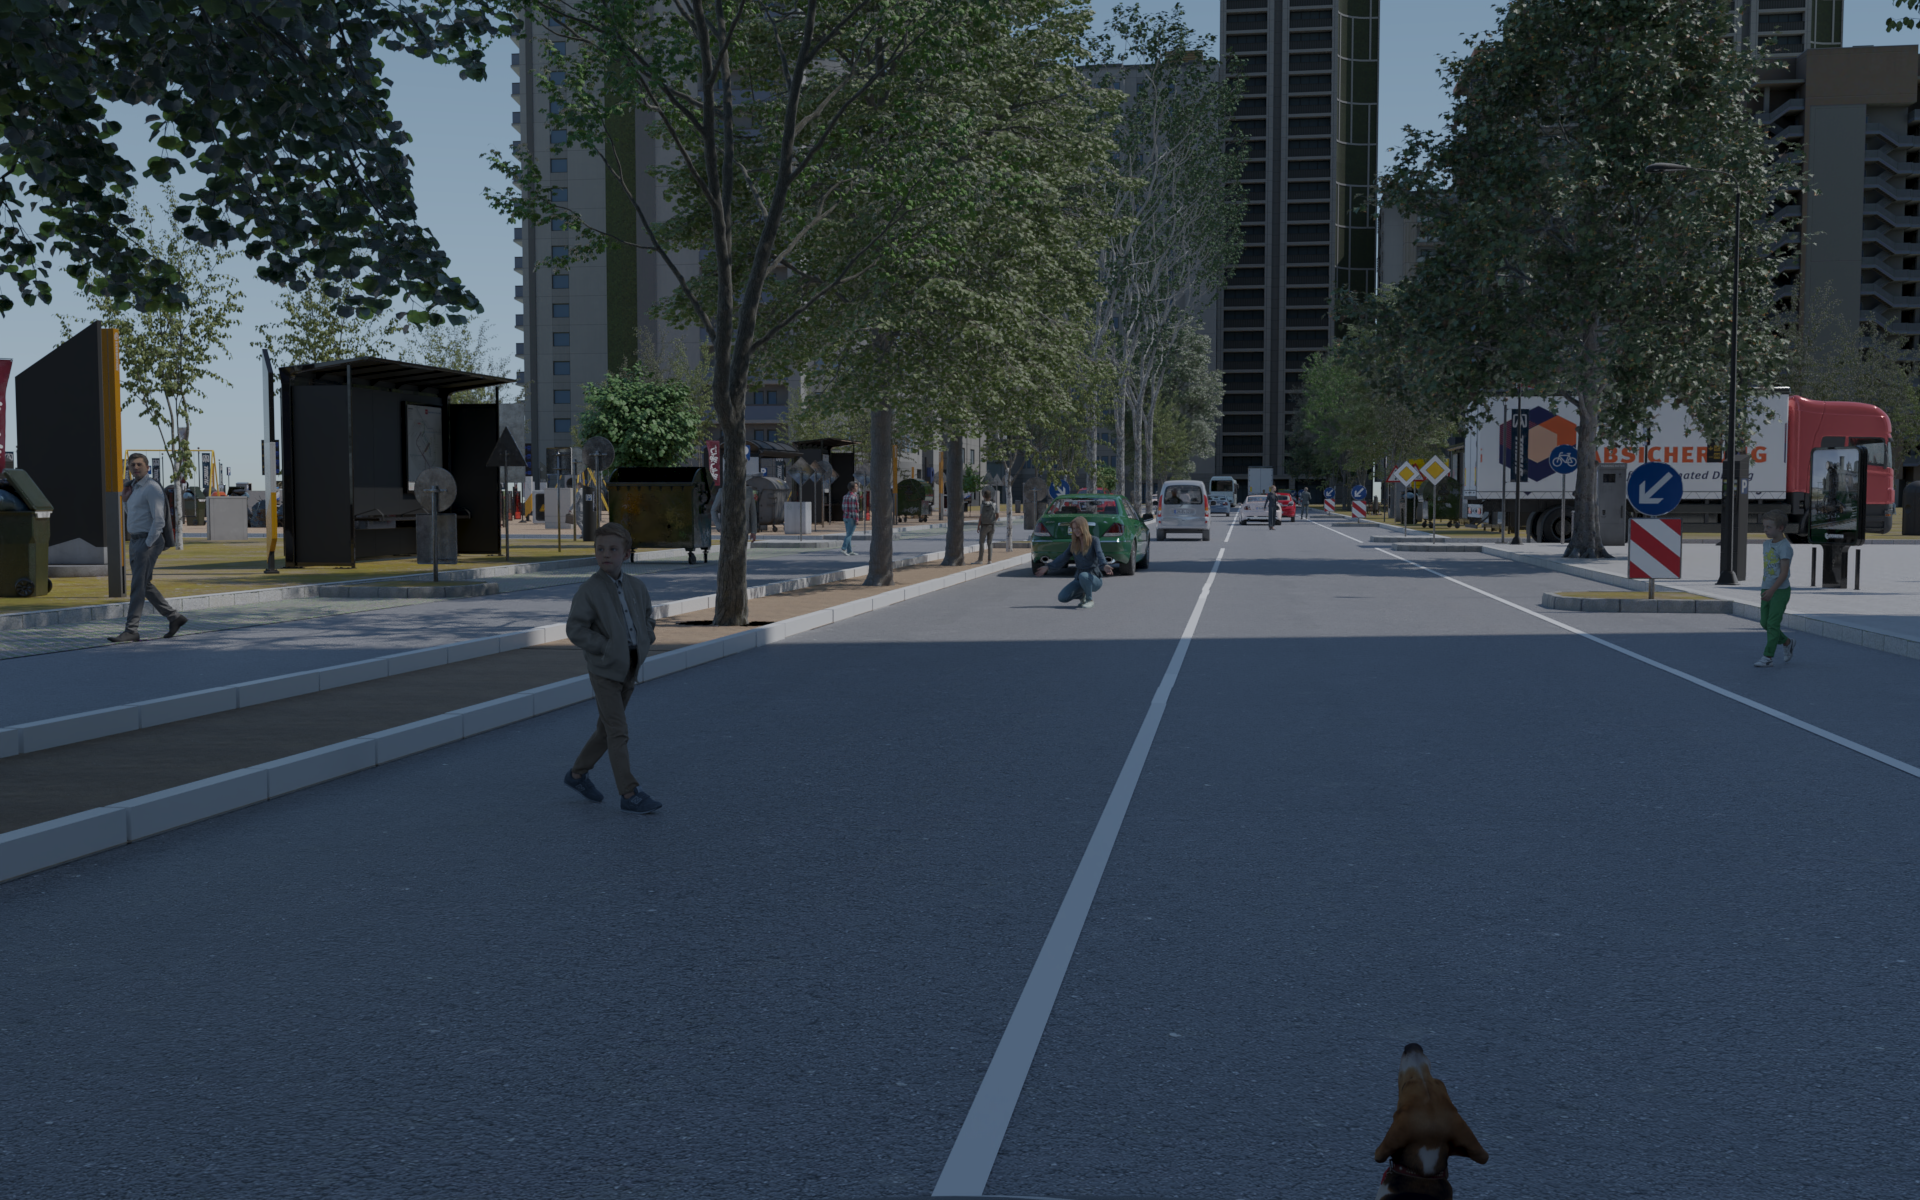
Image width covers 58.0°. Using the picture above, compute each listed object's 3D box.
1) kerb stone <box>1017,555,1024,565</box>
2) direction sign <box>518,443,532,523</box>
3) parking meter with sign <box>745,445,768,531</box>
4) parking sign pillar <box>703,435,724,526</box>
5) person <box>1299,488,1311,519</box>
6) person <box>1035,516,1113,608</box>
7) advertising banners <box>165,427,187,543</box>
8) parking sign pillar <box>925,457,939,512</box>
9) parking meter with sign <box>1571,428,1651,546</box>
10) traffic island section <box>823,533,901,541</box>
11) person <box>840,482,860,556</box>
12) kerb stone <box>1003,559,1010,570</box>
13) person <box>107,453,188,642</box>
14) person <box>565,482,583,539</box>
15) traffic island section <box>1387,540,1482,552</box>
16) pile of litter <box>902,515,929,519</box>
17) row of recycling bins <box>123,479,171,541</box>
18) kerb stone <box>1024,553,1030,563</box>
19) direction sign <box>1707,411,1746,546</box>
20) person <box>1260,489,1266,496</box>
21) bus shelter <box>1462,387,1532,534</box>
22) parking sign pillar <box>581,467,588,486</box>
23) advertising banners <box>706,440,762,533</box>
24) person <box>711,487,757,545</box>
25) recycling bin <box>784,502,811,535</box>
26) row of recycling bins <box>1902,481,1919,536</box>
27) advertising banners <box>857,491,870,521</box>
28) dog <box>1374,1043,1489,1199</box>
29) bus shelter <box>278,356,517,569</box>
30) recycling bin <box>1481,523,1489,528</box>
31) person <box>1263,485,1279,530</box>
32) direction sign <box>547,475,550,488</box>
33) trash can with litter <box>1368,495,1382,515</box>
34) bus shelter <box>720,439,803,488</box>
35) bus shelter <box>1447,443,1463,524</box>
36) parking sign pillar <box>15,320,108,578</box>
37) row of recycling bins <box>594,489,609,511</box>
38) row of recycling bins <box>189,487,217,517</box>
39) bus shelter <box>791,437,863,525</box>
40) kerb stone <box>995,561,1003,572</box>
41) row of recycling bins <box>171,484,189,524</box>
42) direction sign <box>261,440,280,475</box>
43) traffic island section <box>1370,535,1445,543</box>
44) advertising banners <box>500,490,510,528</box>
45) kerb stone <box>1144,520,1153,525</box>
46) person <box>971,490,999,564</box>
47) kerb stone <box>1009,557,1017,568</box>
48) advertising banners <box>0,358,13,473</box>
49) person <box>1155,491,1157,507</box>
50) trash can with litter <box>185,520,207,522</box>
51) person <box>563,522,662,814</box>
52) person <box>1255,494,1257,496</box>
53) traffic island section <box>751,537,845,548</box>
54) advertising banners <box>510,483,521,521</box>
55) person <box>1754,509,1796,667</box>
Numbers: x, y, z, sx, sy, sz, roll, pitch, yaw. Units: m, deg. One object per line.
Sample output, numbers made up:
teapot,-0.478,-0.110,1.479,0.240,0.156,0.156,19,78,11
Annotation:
kerb stone,1.115,-0.777,34.906,0.120,0.150,1.000,1,4,9
direction sign,-19.508,-5.208,77.145,0.876,3.537,0.379,0,4,-2
parking meter with sign,-7.289,-3.959,60.983,0.543,3.016,1.738,-2,4,-32
parking sign pillar,-9.691,-4.983,69.949,1.447,3.967,1.447,0,4,-6
person,19.520,-5.463,97.998,0.661,1.801,0.590,0,4,3
person,1.569,-0.478,21.815,1.012,1.151,0.738,3,5,39
advertising banners,-20.853,-3.033,45.784,2.074,3.025,0.090,3,5,43
parking sign pillar,-2.220,-8.425,126.224,1.447,3.967,1.447,1,4,13
parking meter with sign,16.110,-2.853,42.914,1.738,3.016,0.543,1,4,11
traffic island section,-3.034,-1.994,54.875,2.009,0.180,2.903,1,4,9
person,-2.574,-1.894,40.303,0.643,1.720,0.563,-2,4,-29
kerb stone,0.782,-0.653,32.876,0.120,0.150,1.000,1,4,9
person,-7.980,-0.510,16.941,0.679,1.850,0.850,3,4,37
person,-11.905,-2.793,54.292,0.853,1.813,0.709,1,4,18
traffic island section,12.136,-1.346,44.286,2.009,0.180,2.903,1,4,9
pile of litter,-2.380,-4.660,90.162,1.176,0.858,1.719,-1,4,-20
row of recycling bins,-22.880,-2.428,46.813,1.069,1.692,3.534,0,4,5
kerb stone,1.287,-0.839,35.914,0.120,0.150,1.000,1,4,9
direction sign,18.999,-3.118,42.981,0.876,3.537,0.379,1,4,20
person,25.359,-8.324,144.602,1.348,1.823,0.705,1,4,14
bus shelter,19.041,-5.006,59.474,2.179,5.291,8.768,1,4,9
parking sign pillar,-21.822,-6.848,100.430,1.447,3.967,1.447,-1,4,-14
advertising banners,-7.375,-3.690,56.513,2.074,3.025,0.090,-3,4,-38
person,-3.192,-0.974,24.532,0.635,1.810,0.391,-2,4,-28
recycling bin,-5.166,-2.608,55.194,0.722,1.027,0.722,1,4,9
row of recycling bins,31.086,-2.837,53.494,3.534,1.692,1.069,1,4,9
advertising banners,-4.425,-5.282,82.545,0.090,3.025,2.074,1,4,22
dog,0.720,1.050,3.034,0.748,0.427,0.550,-2,4,-33
bus shelter,-10.427,-2.534,32.715,1.731,3.624,6.357,1,4,9
recycling bin,20.512,-3.295,66.425,0.722,1.027,0.722,-2,4,-24
person,12.382,-3.669,68.908,0.576,1.772,0.534,-3,5,-45
direction sign,-31.847,-8.687,134.024,0.379,3.537,0.876,-2,4,-25
trash can with litter,24.934,-5.724,104.648,1.678,1.210,2.233,2,4,25
bus shelter,-7.559,-4.360,65.207,2.014,3.302,5.546,1,4,9
bus shelter,21.959,-5.864,73.515,2.179,5.291,8.768,1,4,10
parking sign pillar,-13.984,-2.361,27.074,1.447,3.967,1.447,0,4,-1
row of recycling bins,-28.336,-7.811,134.825,3.534,1.692,1.069,1,4,20
row of recycling bins,-42.921,-5.424,95.798,3.534,1.692,1.069,-1,4,-13
bus shelter,-5.712,-5.119,74.974,1.731,3.624,6.357,1,4,9
kerb stone,0.617,-0.588,31.866,0.120,0.150,1.000,1,4,9
row of recycling bins,-34.490,-4.014,72.737,3.534,1.692,1.069,-2,4,-28
direction sign,-28.655,-4.896,72.048,0.876,3.537,0.379,1,4,17
traffic island section,13.435,-1.828,52.166,2.009,0.180,2.903,1,4,9
advertising banners,-17.515,-4.256,65.780,0.090,3.025,2.074,0,4,0
kerb stone,9.042,-3.719,83.048,0.120,0.150,1.000,1,4,9
person,0.522,-1.469,35.107,0.523,1.515,0.503,2,4,29
kerb stone,0.949,-0.710,33.894,0.120,0.150,1.000,1,4,9
advertising banners,-13.005,-1.564,21.762,2.074,3.025,0.090,-3,5,-40
person,21.471,-10.987,188.872,1.217,1.736,0.721,0,4,6
trash can with litter,-34.954,-4.133,78.629,1.678,1.210,2.233,1,4,18
person,-1.582,0.296,7.936,0.640,1.303,0.475,2,4,29
person,22.374,-7.306,131.182,0.991,1.433,0.599,0,4,-1
traffic island section,-4.333,-1.512,46.996,2.009,0.180,2.903,1,4,9
advertising banners,-21.597,-5.311,83.024,0.090,3.025,2.074,-3,5,-39
person,6.830,-0.105,14.461,0.590,1.304,0.306,-2,4,-32
